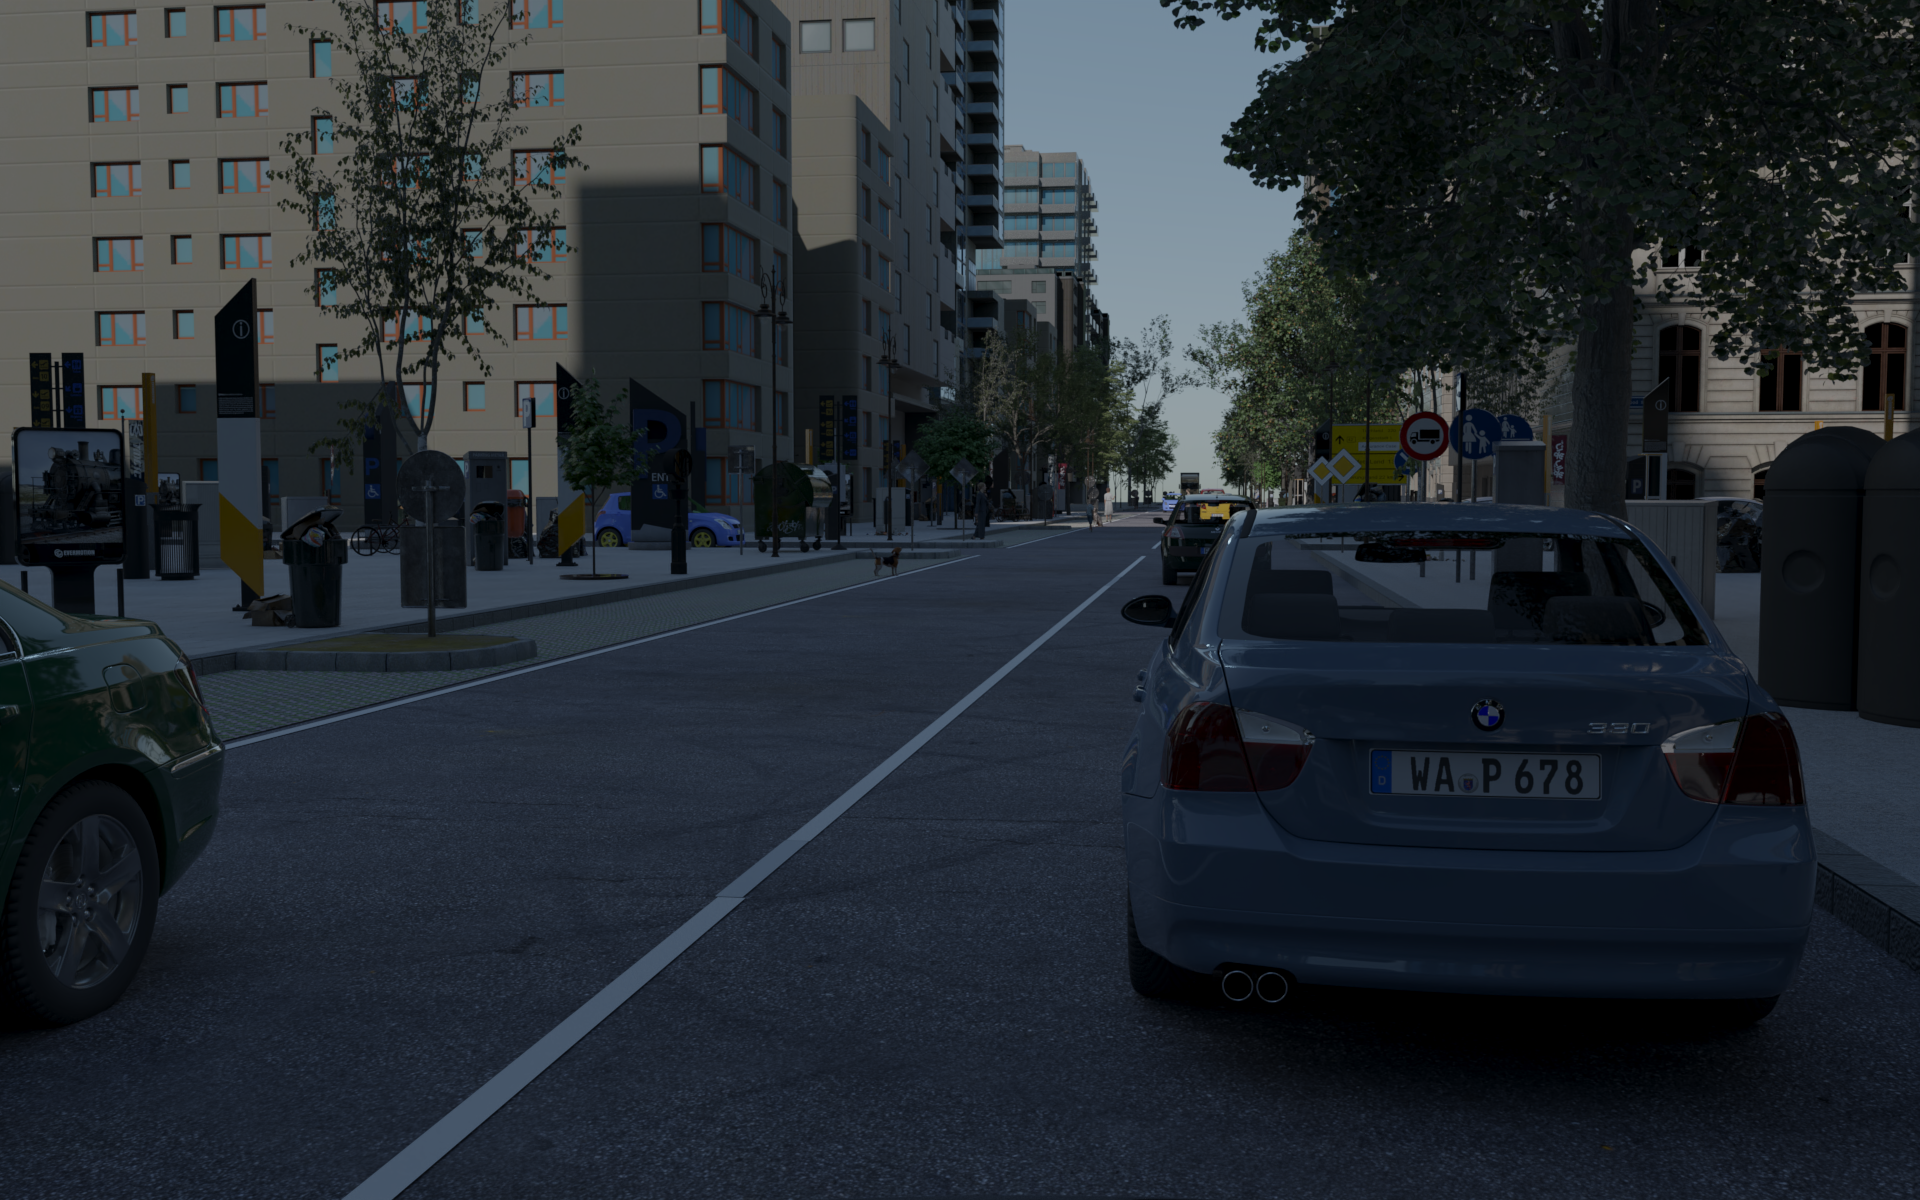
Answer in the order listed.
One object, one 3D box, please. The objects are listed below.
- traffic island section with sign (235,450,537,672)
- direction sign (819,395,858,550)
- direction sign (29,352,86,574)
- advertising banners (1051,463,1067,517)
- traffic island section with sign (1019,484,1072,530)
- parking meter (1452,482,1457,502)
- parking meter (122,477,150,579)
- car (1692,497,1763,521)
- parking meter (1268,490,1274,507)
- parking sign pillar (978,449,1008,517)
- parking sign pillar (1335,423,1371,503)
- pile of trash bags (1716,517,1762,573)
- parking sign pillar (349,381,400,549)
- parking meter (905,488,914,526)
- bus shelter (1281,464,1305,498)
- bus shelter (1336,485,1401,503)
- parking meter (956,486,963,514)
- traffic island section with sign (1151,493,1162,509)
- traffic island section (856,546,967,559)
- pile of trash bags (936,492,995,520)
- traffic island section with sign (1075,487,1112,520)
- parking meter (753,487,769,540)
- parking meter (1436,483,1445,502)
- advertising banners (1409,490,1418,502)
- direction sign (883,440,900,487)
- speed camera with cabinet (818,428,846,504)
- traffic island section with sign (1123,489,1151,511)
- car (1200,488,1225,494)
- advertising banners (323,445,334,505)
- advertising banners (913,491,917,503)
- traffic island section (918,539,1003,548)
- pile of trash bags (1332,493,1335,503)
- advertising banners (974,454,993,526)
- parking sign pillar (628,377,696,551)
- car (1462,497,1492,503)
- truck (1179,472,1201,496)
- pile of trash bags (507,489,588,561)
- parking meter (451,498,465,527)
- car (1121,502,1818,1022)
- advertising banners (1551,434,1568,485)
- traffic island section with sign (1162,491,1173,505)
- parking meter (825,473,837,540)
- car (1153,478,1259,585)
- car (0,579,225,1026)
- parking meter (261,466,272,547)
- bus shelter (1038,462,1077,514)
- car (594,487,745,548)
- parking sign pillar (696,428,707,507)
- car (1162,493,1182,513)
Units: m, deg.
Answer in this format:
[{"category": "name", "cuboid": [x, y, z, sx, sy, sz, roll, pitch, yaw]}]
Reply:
[{"category": "traffic island section with sign", "cuboid": [-4.754, -0.378, 14.812, 1.989, 1.847, 2.006, 1, 4, 8]}, {"category": "direction sign", "cuboid": [-2.786, -2.921, 39.756, 0.876, 3.537, 0.379, 0, 4, 3]}, {"category": "direction sign", "cuboid": [-14.450, -2.190, 27.802, 0.876, 3.537, 0.379, 0, 4, 3]}, {"category": "advertising banners", "cuboid": [5.066, -6.234, 98.112, 2.074, 3.025, 0.090, -1, 4, -9]}, {"category": "traffic island section with sign", "cuboid": [3.468, -3.739, 69.762, 1.989, 1.847, 2.006, 1, 4, 8]}, {"category": "parking meter", "cuboid": [24.774, -4.941, 86.488, 0.399, 1.863, 0.255, -2, 4, -33]}, {"category": "parking meter", "cuboid": [-12.466, -1.086, 26.171, 0.372, 1.533, 0.369, 0, 3, 0]}, {"category": "car", "cuboid": [17.900, -1.683, 39.874, 4.827, 1.381, 2.083, 1, 4, 10]}, {"category": "parking meter", "cuboid": [18.145, -5.664, 101.011, 0.372, 1.533, 0.369, 0, 3, 0]}, {"category": "parking sign pillar", "cuboid": [2.110, -6.721, 98.366, 1.447, 3.967, 1.447, -3, 4, -37]}, {"category": "parking sign pillar", "cuboid": [14.536, -4.616, 63.946, 1.447, 3.967, 1.447, 1, 4, 14]}, {"category": "pile of trash bags", "cuboid": [13.844, -1.149, 28.544, 3.447, 1.369, 1.912, 1, 4, 15]}, {"category": "parking sign pillar", "cuboid": [-13.611, -3.192, 40.666, 1.447, 3.967, 1.447, 0, 4, -2]}, {"category": "parking meter", "cuboid": [-2.030, -3.712, 69.096, 0.372, 1.533, 0.369, 0, 3, 0]}, {"category": "bus shelter", "cuboid": [21.521, -7.435, 112.840, 1.731, 3.624, 6.357, 1, 4, 8]}, {"category": "bus shelter", "cuboid": [12.592, -3.646, 53.531, 2.014, 3.302, 5.546, 1, 4, 8]}, {"category": "parking meter", "cuboid": [-0.015, -6.539, 112.615, 0.399, 1.863, 0.255, -3, 4, -39]}, {"category": "traffic island section with sign", "cuboid": [18.780, -10.002, 172.155, 1.989, 1.847, 2.006, 1, 4, 8]}, {"category": "traffic island section", "cuboid": [-1.104, -1.040, 39.290, 2.009, 0.180, 2.903, 1, 4, 8]}, {"category": "pile of trash bags", "cuboid": [0.171, -4.753, 87.466, 3.447, 1.369, 1.912, 1, 4, 14]}, {"category": "traffic island section with sign", "cuboid": [7.453, -5.375, 96.502, 1.989, 1.847, 2.006, 1, 4, 8]}, {"category": "parking meter", "cuboid": [-5.558, -2.614, 48.450, 0.399, 1.863, 0.255, 1, 4, 20]}, {"category": "parking meter", "cuboid": [25.685, -5.313, 92.571, 0.399, 1.863, 0.255, 2, 4, 23]}, {"category": "advertising banners", "cuboid": [16.692, -4.142, 63.909, 0.090, 3.025, 2.074, 2, 4, 26]}, {"category": "direction sign", "cuboid": [-2.871, -4.937, 72.717, 0.876, 3.537, 0.379, -3, 5, -41]}, {"category": "speed camera with cabinet", "cuboid": [-4.475, -3.534, 52.117, 2.038, 3.252, 0.660, 2, 4, 24]}, {"category": "traffic island section with sign", "cuboid": [14.662, -8.320, 144.656, 1.989, 1.847, 2.006, 1, 4, 8]}, {"category": "car", "cuboid": [16.623, -6.446, 114.062, 2.281, 1.827, 5.304, 0, 4, 8]}, {"category": "advertising banners", "cuboid": [-20.574, -3.687, 56.465, 0.090, 3.025, 2.074, -2, 4, -27]}, {"category": "advertising banners", "cuboid": [-2.459, -5.800, 91.025, 2.074, 3.025, 0.090, 1, 4, 18]}, {"category": "traffic island section", "cuboid": [0.078, -1.523, 47.187, 2.009, 0.180, 2.903, 1, 4, 8]}, {"category": "pile of trash bags", "cuboid": [26.005, -6.387, 114.171, 3.447, 1.369, 1.912, -1, 4, -12]}, {"category": "advertising banners", "cuboid": [1.004, -4.559, 70.727, 0.090, 3.025, 2.074, 2, 4, 24]}, {"category": "parking sign pillar", "cuboid": [-6.935, -3.145, 39.899, 1.447, 3.967, 1.447, -1, 4, -13]}, {"category": "car", "cuboid": [12.334, -1.773, 41.350, 4.827, 1.381, 2.083, 0, 4, 8]}, {"category": "truck", "cuboid": [30.106, -14.549, 226.787, 2.839, 4.237, 11.283, 0, 4, 8]}, {"category": "pile of trash bags", "cuboid": [-8.559, -1.519, 34.590, 1.912, 1.369, 3.447, 0, 4, -2]}, {"category": "parking meter", "cuboid": [-11.821, -1.986, 40.878, 0.372, 1.533, 0.369, 0, 3, 0]}, {"category": "car", "cuboid": [1.541, 0.361, 6.094, 2.014, 1.417, 4.499, 1, 4, 9]}, {"category": "advertising banners", "cuboid": [18.209, -3.325, 50.544, 2.074, 3.025, 0.090, 3, 4, 38]}, {"category": "traffic island section with sign", "cuboid": [26.888, -13.316, 226.338, 1.989, 1.847, 2.006, 1, 4, 8]}, {"category": "parking meter", "cuboid": [-3.577, -2.602, 48.253, 0.399, 1.863, 0.255, -2, 4, -27]}, {"category": "car", "cuboid": [4.193, -1.150, 28.590, 2.009, 1.686, 4.222, 0, 4, 7]}, {"category": "car", "cuboid": [-3.414, 0.509, 3.480, 2.131, 1.459, 4.920, 0, 4, 6]}, {"category": "parking meter", "cuboid": [-14.387, -1.838, 35.768, 0.255, 1.863, 0.399, -1, 4, -15]}, {"category": "bus shelter", "cuboid": [6.362, -7.270, 112.787, 2.014, 3.302, 5.546, 1, 4, 9]}, {"category": "car", "cuboid": [-7.182, -2.039, 42.921, 3.694, 1.707, 1.945, 1, 4, 9]}, {"category": "parking sign pillar", "cuboid": [-7.726, -3.825, 51.014, 1.447, 3.967, 1.447, -1, 4, -9]}, {"category": "car", "cuboid": [16.654, -7.648, 134.635, 1.945, 1.707, 3.694, 1, 4, 8]}]
